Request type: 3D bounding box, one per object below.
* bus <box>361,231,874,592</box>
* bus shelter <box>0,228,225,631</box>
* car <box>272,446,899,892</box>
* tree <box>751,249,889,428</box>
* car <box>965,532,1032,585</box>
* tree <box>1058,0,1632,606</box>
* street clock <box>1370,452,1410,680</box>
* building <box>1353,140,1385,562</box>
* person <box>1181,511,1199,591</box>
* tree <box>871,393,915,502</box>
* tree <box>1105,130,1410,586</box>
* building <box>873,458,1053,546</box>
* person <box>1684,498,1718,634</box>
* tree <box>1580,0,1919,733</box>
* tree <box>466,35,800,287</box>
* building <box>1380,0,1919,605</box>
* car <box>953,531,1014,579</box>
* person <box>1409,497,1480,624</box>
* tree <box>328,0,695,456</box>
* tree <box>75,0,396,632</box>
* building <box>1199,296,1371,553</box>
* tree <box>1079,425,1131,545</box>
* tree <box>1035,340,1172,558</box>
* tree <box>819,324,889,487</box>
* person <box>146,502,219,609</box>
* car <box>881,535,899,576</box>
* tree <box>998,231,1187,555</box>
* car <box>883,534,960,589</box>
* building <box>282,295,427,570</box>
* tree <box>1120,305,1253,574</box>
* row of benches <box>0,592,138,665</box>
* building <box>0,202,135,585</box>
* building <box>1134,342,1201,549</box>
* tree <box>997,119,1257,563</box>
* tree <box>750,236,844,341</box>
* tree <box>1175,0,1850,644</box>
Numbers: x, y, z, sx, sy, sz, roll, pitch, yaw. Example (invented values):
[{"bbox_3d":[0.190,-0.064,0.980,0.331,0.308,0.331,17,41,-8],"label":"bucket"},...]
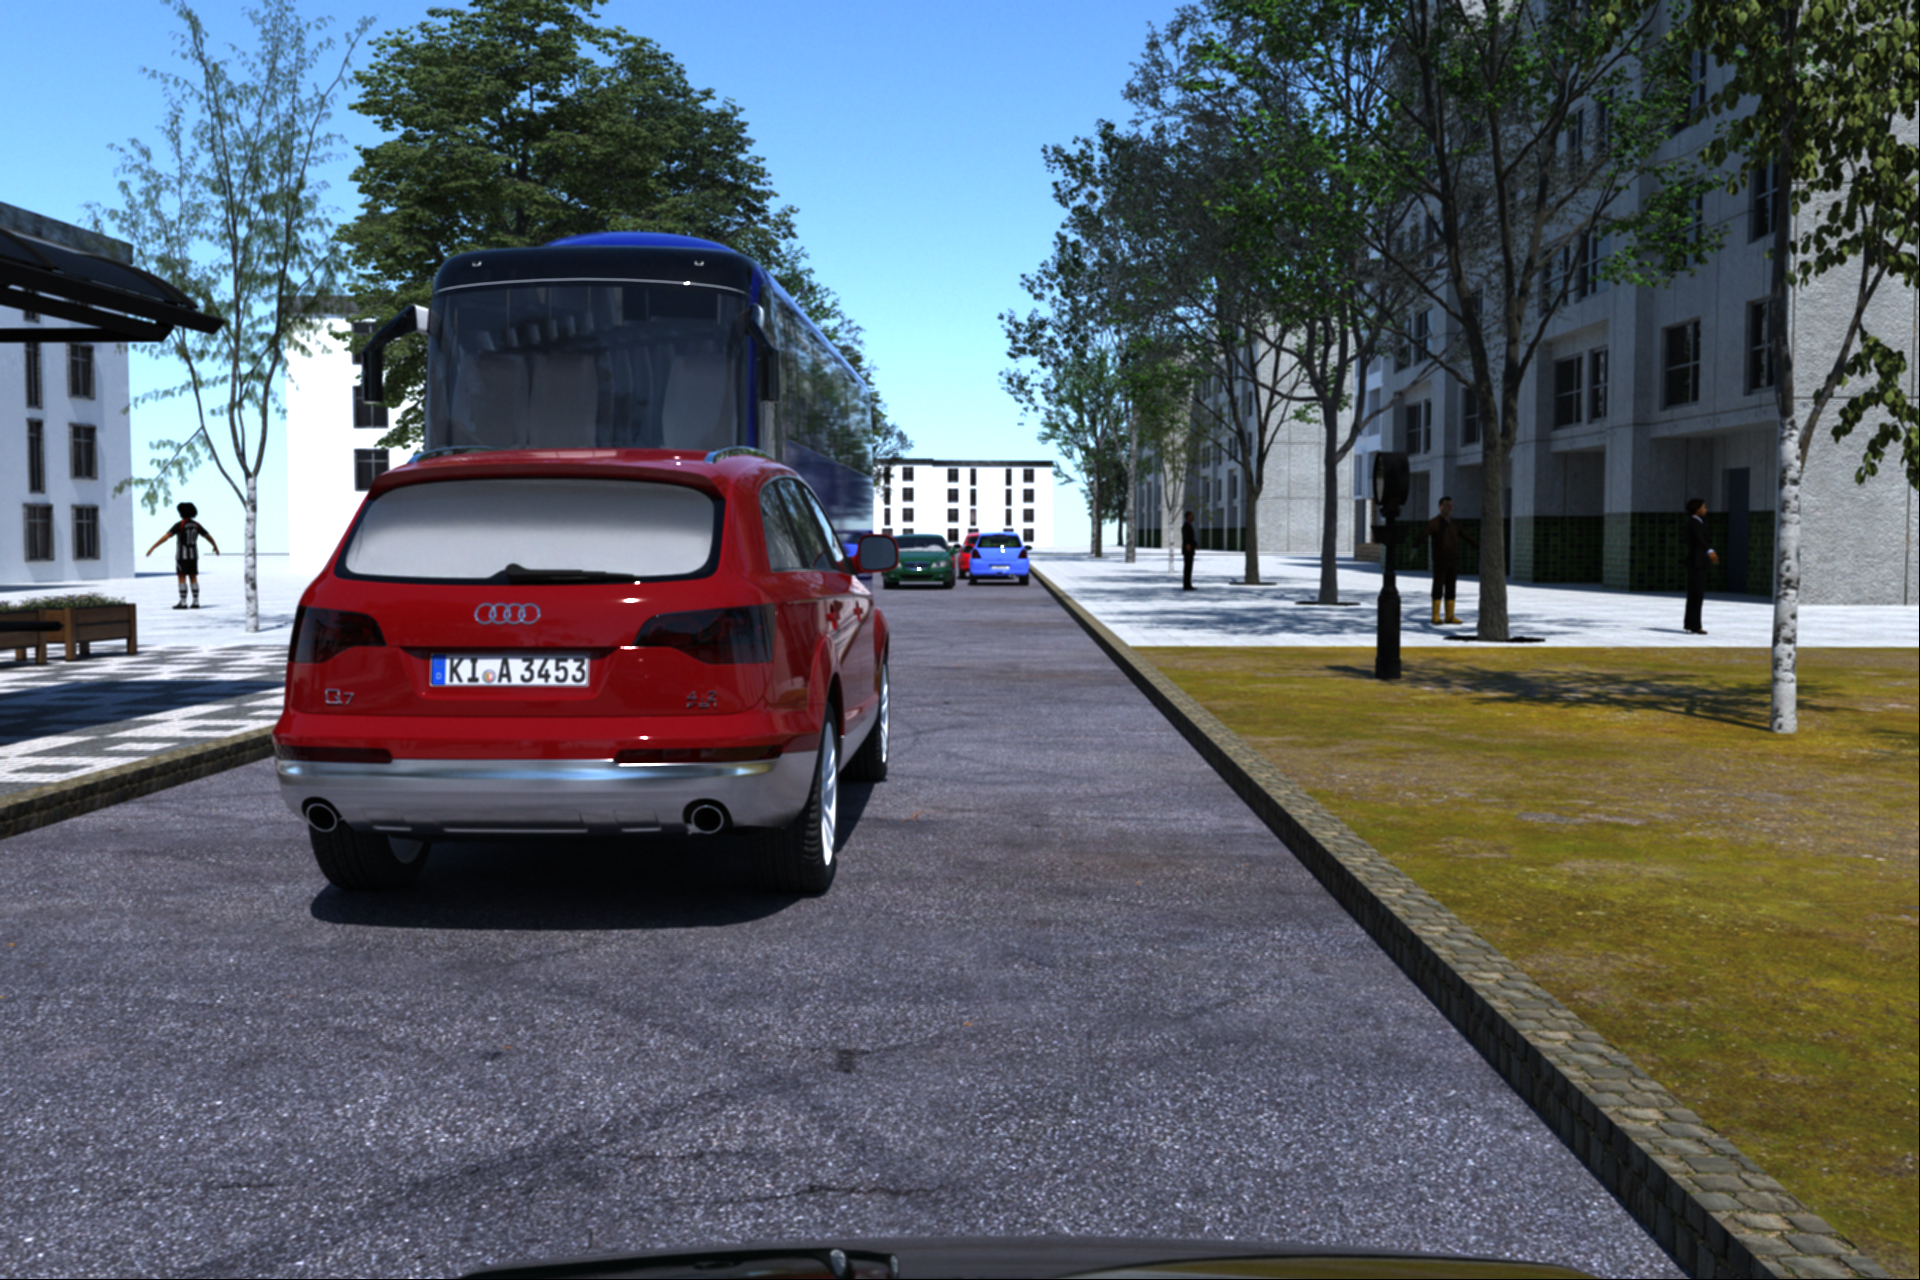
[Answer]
[{"bbox_3d":[-2.578,-1.620,18.029,2.896,3.916,12.251,0,4,1],"label":"bus"},{"bbox_3d":[-6.533,-0.993,10.153,2.014,3.302,5.546,0,4,2],"label":"bus shelter"},{"bbox_3d":[-1.479,0.011,8.488,2.281,1.827,5.304,0,4,2],"label":"car"},{"bbox_3d":[-8.049,-10.022,74.231,12.009,13.543,11.850,0,3,0],"label":"tree"},{"bbox_3d":[1.103,-2.444,49.552,1.945,1.707,3.694,0,4,0],"label":"car"},{"bbox_3d":[6.800,-7.384,31.095,12.009,13.543,11.850,0,3,0],"label":"tree"},{"bbox_3d":[3.794,-0.656,15.293,0.358,2.002,0.471,0,4,2],"label":"street clock"},{"bbox_3d":[23.953,-13.758,81.359,16.016,20.090,11.380,0,4,1],"label":"building"},{"bbox_3d":[5.236,-2.032,39.456,0.704,1.802,1.346,1,4,16],"label":"person"},{"bbox_3d":[-7.172,-10.431,104.952,8.767,10.594,7.601,-1,4,-13],"label":"tree"},{"bbox_3d":[7.412,-7.207,43.597,9.928,11.665,9.643,0,3,0],"label":"tree"},{"bbox_3d":[-3.536,-15.231,193.627,28.070,9.664,9.099,0,4,-7],"label":"building"},{"bbox_3d":[9.544,-0.950,22.260,0.721,1.740,1.216,1,4,12],"label":"person"},{"bbox_3d":[5.515,-3.697,10.807,4.737,8.622,4.395,0,3,0],"label":"tree"},{"bbox_3d":[-8.778,-8.531,46.134,9.857,13.997,8.962,0,3,0],"label":"tree"},{"bbox_3d":[23.373,-10.998,46.280,16.747,18.905,31.486,0,4,1],"label":"building"},{"bbox_3d":[0.849,-2.897,56.407,2.155,1.783,4.494,0,4,0],"label":"car"},{"bbox_3d":[6.913,-1.131,24.624,1.346,1.812,0.704,-1,4,-22],"label":"person"},{"bbox_3d":[-8.598,-7.063,33.603,7.486,12.596,7.792,0,3,0],"label":"tree"},{"bbox_3d":[-9.169,-4.392,22.167,4.360,8.622,3.978,0,3,0],"label":"tree"},{"bbox_3d":[29.072,-16.427,135.038,16.747,18.905,31.486,0,4,1],"label":"building"},{"bbox_3d":[18.180,-17.624,194.807,9.857,13.997,8.962,0,3,0],"label":"tree"},{"bbox_3d":[7.553,-10.231,93.036,9.928,11.665,9.643,0,3,0],"label":"tree"},{"bbox_3d":[-7.628,-10.759,94.040,7.486,12.596,7.792,0,3,0],"label":"tree"},{"bbox_3d":[-13.256,-1.439,29.668,0.704,1.843,1.345,2,4,32],"label":"person"},{"bbox_3d":[-1.793,-2.992,60.929,2.014,1.417,4.499,0,4,1],"label":"car"},{"bbox_3d":[8.222,-15.400,107.680,12.611,20.169,13.585,0,3,0],"label":"tree"},{"bbox_3d":[-1.063,-2.132,46.662,2.131,1.459,4.920,0,4,1],"label":"car"},{"bbox_3d":[-22.832,-8.133,75.115,9.099,9.664,28.070,0,4,1],"label":"building"},{"bbox_3d":[6.758,-6.453,55.869,4.360,8.622,3.978,0,3,0],"label":"tree"},{"bbox_3d":[-9.332,-0.068,16.582,1.422,0.672,4.104,1,4,9],"label":"row of benches"},{"bbox_3d":[-25.241,-5.766,36.423,9.099,9.664,28.070,0,4,2],"label":"building"},{"bbox_3d":[26.387,-18.454,168.178,16.747,18.905,31.486,0,4,1],"label":"building"},{"bbox_3d":[8.110,-13.568,77.729,12.611,20.169,13.585,0,3,0],"label":"tree"},{"bbox_3d":[-7.831,-8.283,61.176,9.928,11.665,9.643,0,3,0],"label":"tree"},{"bbox_3d":[6.430,-5.800,20.584,9.928,11.665,9.643,0,3,0],"label":"tree"}]
